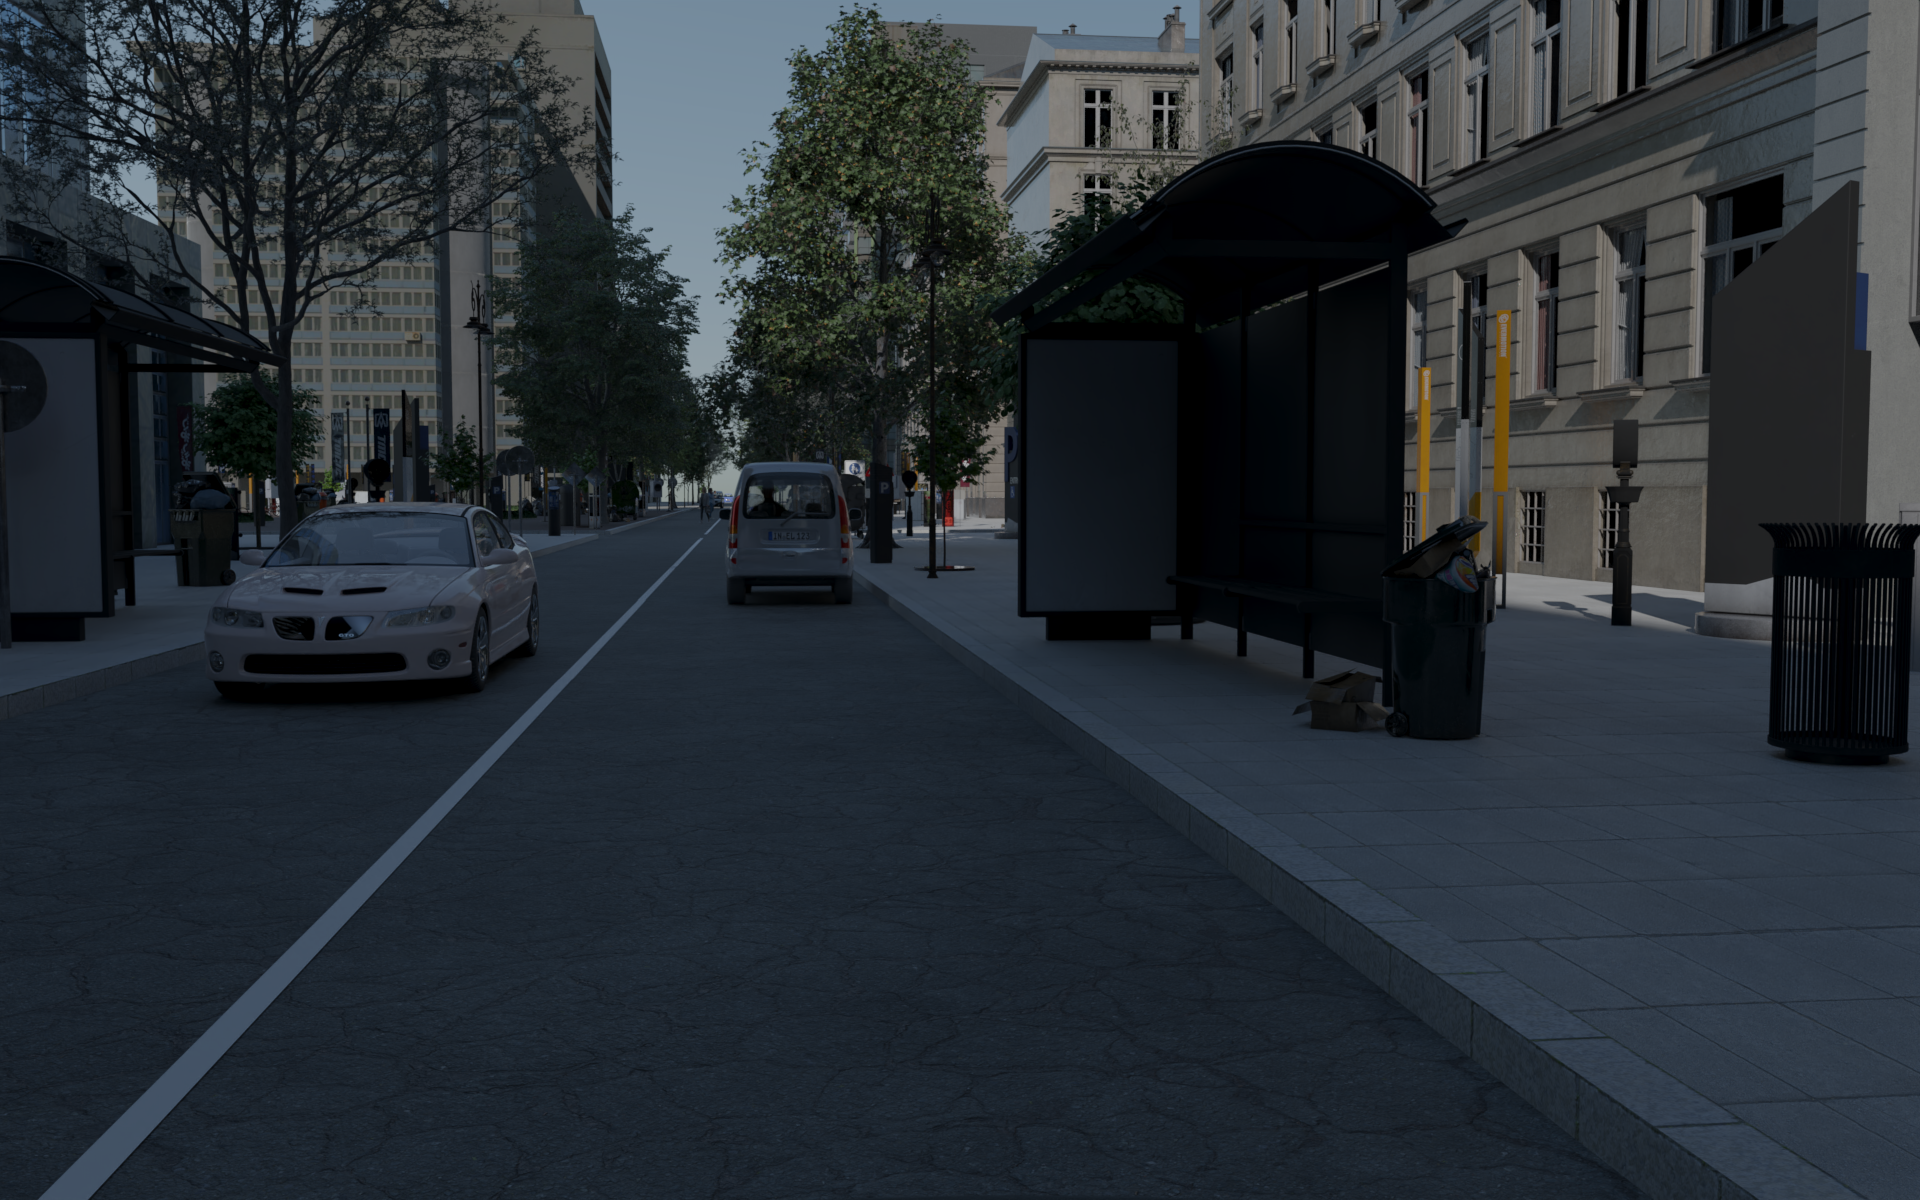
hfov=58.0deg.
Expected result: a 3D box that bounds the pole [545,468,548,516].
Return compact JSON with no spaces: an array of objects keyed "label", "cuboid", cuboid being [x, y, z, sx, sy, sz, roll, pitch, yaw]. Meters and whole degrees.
[{"label":"pole","cuboid":[-23.836,-6.481,99.809,0.158,3.312,0.155,0,3,0]}]

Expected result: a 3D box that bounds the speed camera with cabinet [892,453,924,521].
[{"label":"speed camera with cabinet","cuboid":[-2.471,-5.431,83.126,2.038,3.252,0.660,3,4,36]}]

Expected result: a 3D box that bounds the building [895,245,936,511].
[{"label":"building","cuboid":[2.108,-17.453,127.156,13.314,21.916,24.055,0,4,-7]}]

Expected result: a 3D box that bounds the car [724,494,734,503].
[{"label":"car","cuboid":[-36.339,-16.029,271.668,1.945,1.707,3.694,0,4,-7]}]

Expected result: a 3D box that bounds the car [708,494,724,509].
[{"label":"car","cuboid":[-24.551,-9.989,173.104,2.009,1.686,4.222,0,4,-5]}]

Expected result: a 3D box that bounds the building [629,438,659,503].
[{"label":"building","cuboid":[-60.487,-25.563,262.999,27.650,21.520,28.899,0,4,-7]}]

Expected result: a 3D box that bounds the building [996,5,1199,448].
[{"label":"building","cuboid":[19.901,-16.021,81.026,34.723,24.649,14.460,0,4,-7]}]

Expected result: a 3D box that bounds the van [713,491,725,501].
[{"label":"van","cuboid":[-31.672,-13.415,226.341,2.013,2.044,4.112,0,4,-7]}]

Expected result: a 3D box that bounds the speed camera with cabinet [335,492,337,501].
[{"label":"speed camera with cabinet","cuboid":[-44.240,-7.894,123.396,0.660,3.252,2.038,-3,5,-39]}]

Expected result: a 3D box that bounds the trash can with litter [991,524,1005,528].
[{"label":"trash can with litter","cuboid":[2.176,-3.351,65.843,2.233,1.210,1.678,3,5,42]}]

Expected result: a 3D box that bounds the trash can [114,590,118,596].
[{"label":"trash can","cuboid":[-10.490,-0.562,20.847,0.748,1.137,0.748,0,3,0]}]

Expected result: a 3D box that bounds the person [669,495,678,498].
[{"label":"person","cuboid":[-35.718,-12.622,215.654,1.217,1.735,0.721,0,4,-2]}]

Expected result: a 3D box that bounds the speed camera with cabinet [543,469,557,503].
[{"label":"speed camera with cabinet","cuboid":[-27.494,-7.447,116.094,0.660,3.252,2.038,-2,4,-25]}]

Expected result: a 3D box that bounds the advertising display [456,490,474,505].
[{"label":"advertising display","cuboid":[-17.420,-3.409,60.949,0.974,1.923,0.123,3,5,41]}]

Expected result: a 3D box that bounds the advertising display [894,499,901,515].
[{"label":"advertising display","cuboid":[-4.101,-6.268,107.700,0.974,1.923,0.123,-3,4,-38]}]

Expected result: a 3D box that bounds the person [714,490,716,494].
[{"label":"person","cuboid":[-26.276,-10.851,185.916,0.705,1.824,1.348,0,4,4]}]

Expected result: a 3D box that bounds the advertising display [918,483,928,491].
[{"label":"advertising display","cuboid":[-2.315,-6.031,103.819,0.974,1.923,0.123,3,4,36]}]

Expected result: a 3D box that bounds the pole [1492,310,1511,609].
[{"label":"pole","cuboid":[6.040,-1.559,19.331,0.158,3.312,0.155,0,3,0]}]

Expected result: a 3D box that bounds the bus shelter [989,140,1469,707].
[{"label":"bus shelter","cuboid":[1.596,-1.147,12.683,2.014,3.302,5.546,0,4,-7]}]

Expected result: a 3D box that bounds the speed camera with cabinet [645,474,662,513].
[{"label":"speed camera with cabinet","cuboid":[-21.444,-7.604,118.654,2.038,3.252,0.660,-2,4,-33]}]

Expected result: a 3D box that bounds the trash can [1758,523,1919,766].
[{"label":"trash can","cuboid":[4.251,0.201,8.366,0.748,1.137,0.748,0,3,0]}]

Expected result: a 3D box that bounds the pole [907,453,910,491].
[{"label":"pole","cuboid":[-2.540,-5.599,85.385,0.158,3.312,0.155,0,3,0]}]

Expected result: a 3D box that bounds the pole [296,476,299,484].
[{"label":"pole","cuboid":[-47.754,-8.017,124.920,0.158,3.312,0.155,0,3,0]}]

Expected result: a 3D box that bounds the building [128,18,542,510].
[{"label":"building","cuboid":[-48.856,-27.753,145.637,32.217,40.220,23.993,0,4,-7]}]

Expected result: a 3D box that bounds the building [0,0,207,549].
[{"label":"building","cuboid":[-33.608,-43.848,29.580,31.000,86.520,22.319,0,4,-7]}]

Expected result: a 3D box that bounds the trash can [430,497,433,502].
[{"label":"trash can","cuboid":[-28.172,-4.880,91.441,0.748,1.137,0.748,0,3,0]}]

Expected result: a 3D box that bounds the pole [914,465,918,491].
[{"label":"pole","cuboid":[-2.305,-5.929,90.785,0.158,3.312,0.155,0,3,0]}]

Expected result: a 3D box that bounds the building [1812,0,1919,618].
[{"label":"building","cuboid":[16.248,-13.848,3.913,11.434,29.767,29.804,0,4,-7]}]

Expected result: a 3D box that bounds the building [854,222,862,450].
[{"label":"building","cuboid":[-3.383,-29.684,168.921,14.154,41.232,14.086,0,4,-7]}]

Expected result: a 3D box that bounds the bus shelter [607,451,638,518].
[{"label":"bus shelter","cuboid":[-18.925,-6.451,96.750,1.731,3.624,6.357,0,4,-7]}]

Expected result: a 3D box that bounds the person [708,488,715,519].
[{"label":"person","cuboid":[-14.135,-5.477,98.312,0.793,1.790,0.793,-2,4,-27]}]

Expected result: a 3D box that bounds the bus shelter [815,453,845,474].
[{"label":"bus shelter","cuboid":[-6.951,-5.775,88.347,2.014,3.302,5.546,0,4,-7]}]

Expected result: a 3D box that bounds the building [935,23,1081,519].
[{"label":"building","cuboid":[5.425,-18.655,102.268,12.463,27.353,25.104,0,4,-7]}]

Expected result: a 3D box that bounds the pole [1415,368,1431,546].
[{"label":"pole","cuboid":[7.499,-2.092,28.054,0.158,3.312,0.155,0,3,0]}]

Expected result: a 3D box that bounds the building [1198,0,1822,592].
[{"label":"building","cuboid":[15.445,-12.284,34.127,16.112,22.955,30.059,0,4,-7]}]

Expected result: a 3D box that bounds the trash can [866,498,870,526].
[{"label":"trash can","cuboid":[-3.308,-3.323,65.990,0.748,1.137,0.748,0,3,0]}]

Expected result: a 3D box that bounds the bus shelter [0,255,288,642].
[{"label":"bus shelter","cuboid":[-8.505,-1.439,17.444,2.014,3.302,5.546,0,4,-7]}]

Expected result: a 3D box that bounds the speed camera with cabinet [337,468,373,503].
[{"label":"speed camera with cabinet","cuboid":[-39.747,-7.318,113.993,2.038,3.252,0.660,0,4,7]}]

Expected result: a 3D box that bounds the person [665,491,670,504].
[{"label":"person","cuboid":[-36.385,-12.758,217.237,1.348,1.807,0.705,2,4,24]}]

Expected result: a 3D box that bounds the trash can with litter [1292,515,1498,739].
[{"label":"trash can with litter","cuboid":[2.307,0.130,9.264,1.055,1.170,0.624,2,4,33]}]

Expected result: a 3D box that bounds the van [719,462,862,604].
[{"label":"van","cuboid":[-2.340,-1.033,23.901,2.013,2.044,4.112,0,4,-5]}]

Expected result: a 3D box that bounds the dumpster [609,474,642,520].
[{"label":"dumpster","cuboid":[-16.421,-5.042,84.937,1.502,2.255,1.985,0,4,-7]}]

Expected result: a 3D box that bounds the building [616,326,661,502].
[{"label":"building","cuboid":[-56.823,-31.430,285.575,14.160,30.474,14.107,0,4,-7]}]

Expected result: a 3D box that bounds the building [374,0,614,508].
[{"label":"building","cuboid":[-45.361,-33.336,168.745,21.300,48.544,21.600,0,4,-7]}]

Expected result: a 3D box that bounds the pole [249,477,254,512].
[{"label":"pole","cuboid":[-43.330,-6.851,105.856,0.158,3.312,0.155,0,3,0]}]

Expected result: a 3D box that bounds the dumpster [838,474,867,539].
[{"label":"dumpster","cuboid":[-3.323,-2.688,49.712,1.264,1.857,1.865,0,4,-7]}]

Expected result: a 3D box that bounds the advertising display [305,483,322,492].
[{"label":"advertising display","cuboid":[-36.610,-5.683,98.124,0.974,1.923,0.123,0,4,1]}]

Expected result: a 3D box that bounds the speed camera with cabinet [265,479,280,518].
[{"label":"speed camera with cabinet","cuboid":[-40.942,-6.719,104.190,2.038,3.252,0.660,3,4,36]}]

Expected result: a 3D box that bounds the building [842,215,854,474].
[{"label":"building","cuboid":[-1.601,-35.005,191.947,23.786,49.044,30.456,0,4,-7]}]

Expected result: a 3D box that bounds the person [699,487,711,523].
[{"label":"person","cuboid":[-12.524,-4.688,85.329,0.709,1.800,0.728,2,4,32]}]

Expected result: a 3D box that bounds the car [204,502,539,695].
[{"label":"car","cuboid":[-4.533,-0.095,13.919,2.083,1.381,4.827,0,4,-6]}]

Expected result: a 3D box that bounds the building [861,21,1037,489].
[{"label":"building","cuboid":[-1.039,-28.816,154.728,14.154,41.232,14.086,0,4,-7]}]

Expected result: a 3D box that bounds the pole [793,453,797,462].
[{"label":"pole","cuboid":[-8.019,-5.537,84.381,0.158,3.312,0.155,0,3,0]}]
